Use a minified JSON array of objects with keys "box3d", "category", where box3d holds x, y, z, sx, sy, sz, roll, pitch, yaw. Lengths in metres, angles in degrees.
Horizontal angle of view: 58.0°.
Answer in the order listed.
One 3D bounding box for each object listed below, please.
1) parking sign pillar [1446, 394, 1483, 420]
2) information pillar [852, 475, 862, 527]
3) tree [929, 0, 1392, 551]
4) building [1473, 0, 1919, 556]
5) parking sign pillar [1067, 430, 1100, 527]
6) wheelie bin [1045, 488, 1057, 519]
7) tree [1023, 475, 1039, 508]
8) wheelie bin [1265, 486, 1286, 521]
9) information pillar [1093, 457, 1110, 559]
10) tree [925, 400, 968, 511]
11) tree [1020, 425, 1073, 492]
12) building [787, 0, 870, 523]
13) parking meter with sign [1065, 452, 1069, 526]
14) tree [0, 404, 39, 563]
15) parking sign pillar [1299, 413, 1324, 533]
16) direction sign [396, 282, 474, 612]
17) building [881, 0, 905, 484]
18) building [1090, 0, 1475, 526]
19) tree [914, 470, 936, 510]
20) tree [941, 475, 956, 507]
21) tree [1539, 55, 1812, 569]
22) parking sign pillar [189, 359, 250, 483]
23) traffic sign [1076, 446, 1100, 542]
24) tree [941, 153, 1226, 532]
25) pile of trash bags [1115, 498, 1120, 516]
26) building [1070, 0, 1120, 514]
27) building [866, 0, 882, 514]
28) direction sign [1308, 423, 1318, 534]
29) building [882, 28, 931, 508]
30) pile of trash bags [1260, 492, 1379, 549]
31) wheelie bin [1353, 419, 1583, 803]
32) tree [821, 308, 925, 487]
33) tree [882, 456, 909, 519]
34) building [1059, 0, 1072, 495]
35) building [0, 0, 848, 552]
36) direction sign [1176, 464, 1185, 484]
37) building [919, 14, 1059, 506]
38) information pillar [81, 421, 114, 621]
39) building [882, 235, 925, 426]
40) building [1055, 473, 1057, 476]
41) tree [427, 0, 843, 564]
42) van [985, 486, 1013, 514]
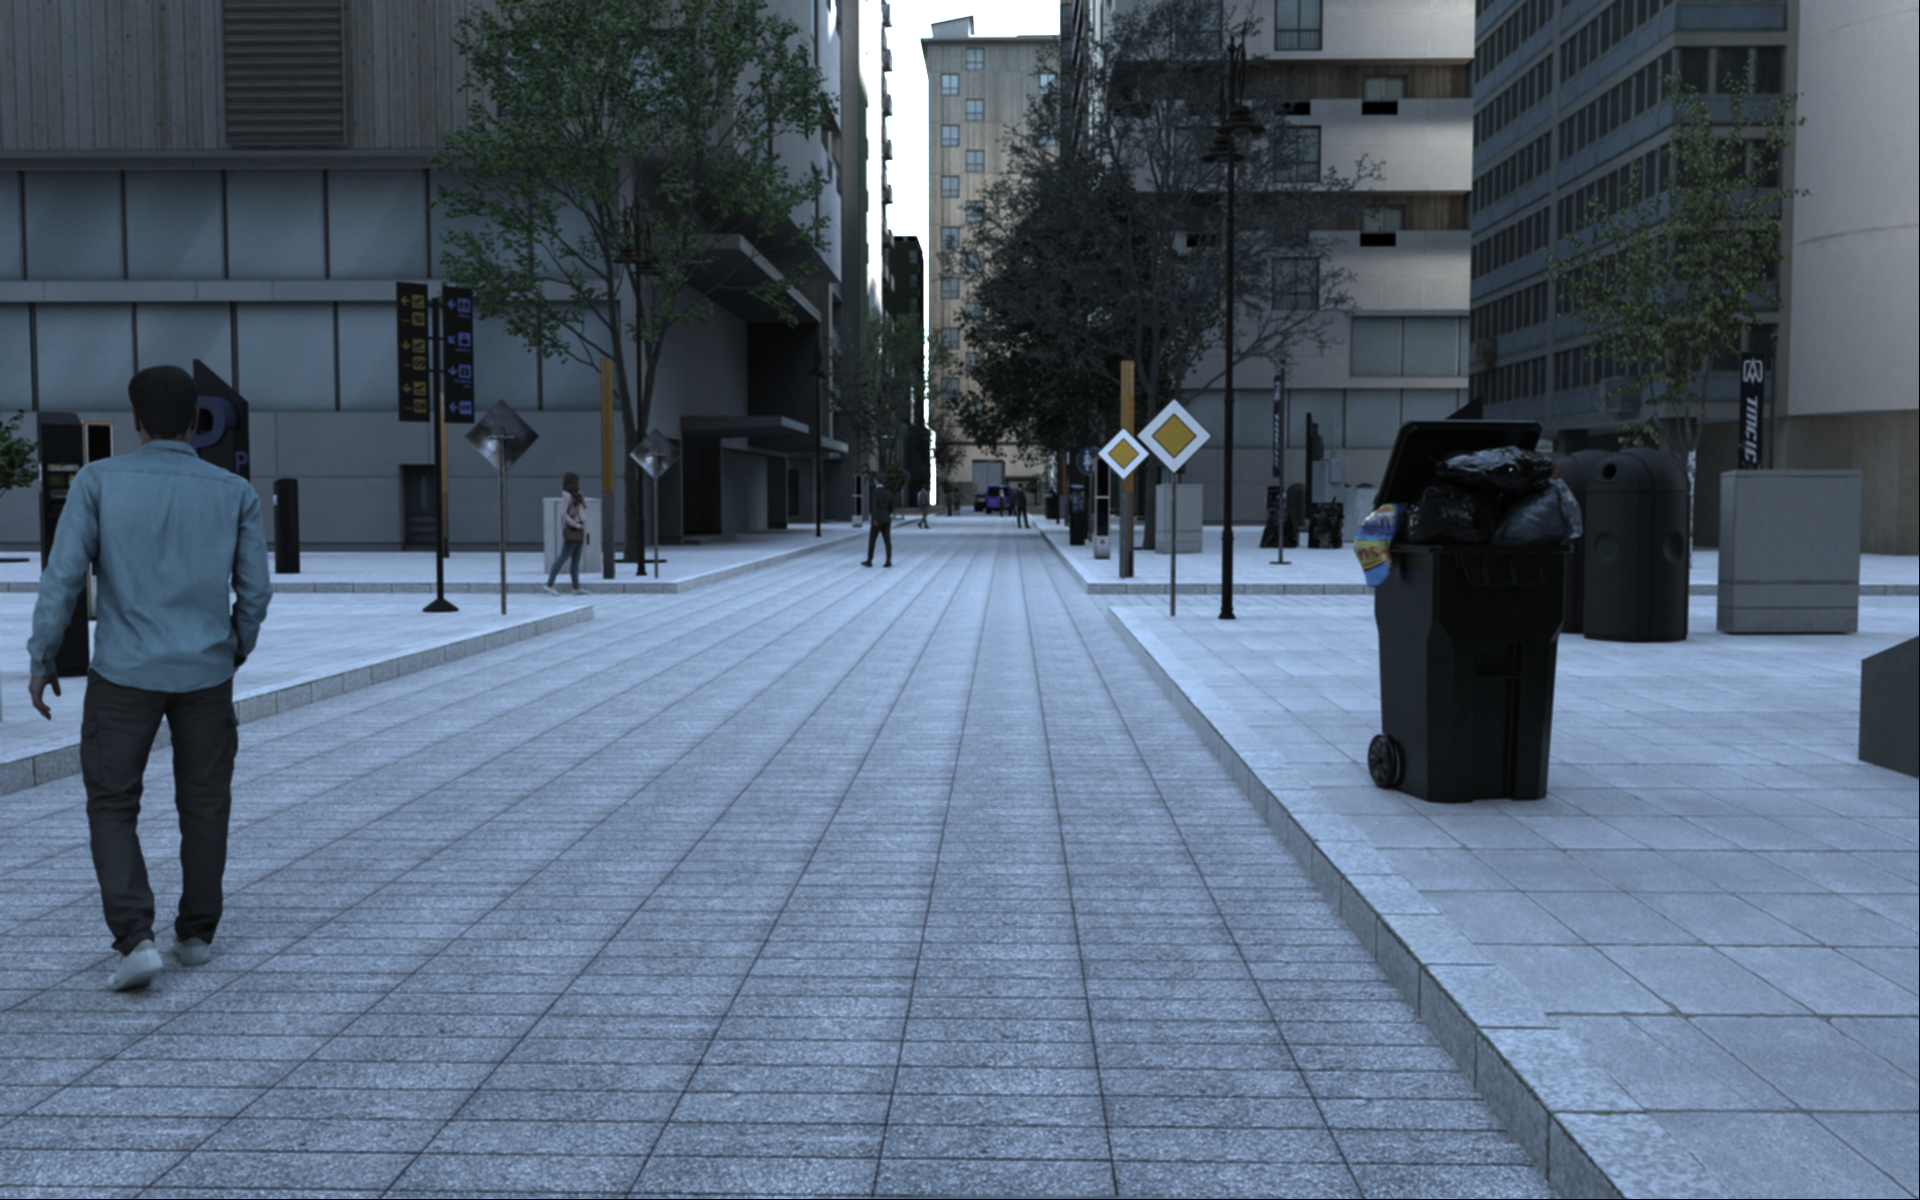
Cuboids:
[{"box3d":[13.490,-3.583,47.062,1.447,3.967,1.447,1,4,13],"category":"parking sign pillar"},{"box3d":[-3.951,-3.797,66.568,0.304,2.012,0.304,-2,4,-26],"category":"information pillar"},{"box3d":[4.520,-7.900,39.540,12.009,13.543,11.850,0,3,0],"category":"tree"},{"box3d":[27.228,-21.484,43.142,23.993,40.220,32.217,0,4,2],"category":"building"},{"box3d":[4.882,-4.809,67.094,1.447,3.967,1.447,2,4,34],"category":"parking sign pillar"},{"box3d":[4.670,-4.939,88.655,0.693,1.594,0.980,0,4,-2],"category":"wheelie bin"},{"box3d":[6.998,-10.391,164.495,1.663,3.219,1.824,0,3,0],"category":"tree"},{"box3d":[12.474,-3.694,68.311,0.980,1.594,0.693,1,4,20],"category":"wheelie bin"},{"box3d":[2.806,-1.820,34.244,0.304,2.012,0.304,0,4,-1],"category":"information pillar"},{"box3d":[-2.170,-10.861,127.935,4.360,8.622,3.978,0,3,0],"category":"tree"},{"box3d":[5.617,-9.400,104.048,4.360,8.622,3.978,0,3,0],"category":"tree"},{"box3d":[-11.695,-24.124,78.025,14.154,41.232,14.086,0,4,2],"category":"building"},{"box3d":[4.489,-4.519,70.147,0.543,3.016,1.738,0,4,6],"category":"parking meter with sign"},{"box3d":[-18.177,-2.327,32.649,1.663,3.219,1.824,0,3,0],"category":"tree"},{"box3d":[11.903,-4.261,58.139,1.447,3.967,1.447,1,4,19],"category":"parking sign pillar"},{"box3d":[-5.690,-1.644,18.869,0.876,3.537,0.379,-3,5,-44],"category":"direction sign"},{"box3d":[-16.620,-31.286,131.127,23.786,49.044,30.456,0,4,2],"category":"building"},{"box3d":[20.131,-30.129,81.852,28.713,52.752,27.495,0,4,2],"category":"building"},{"box3d":[-2.877,-8.887,139.906,1.663,3.219,1.824,0,3,0],"category":"tree"},{"box3d":[-1.351,-11.223,178.094,1.663,3.219,1.824,0,3,0],"category":"tree"},{"box3d":[12.438,-4.854,29.719,4.737,8.622,4.395,0,3,0],"category":"tree"},{"box3d":[-14.723,-2.804,34.324,1.447,3.967,1.447,2,4,24],"category":"parking sign pillar"},{"box3d":[3.497,-2.829,46.367,0.768,2.556,0.104,0,4,8],"category":"traffic sign"},{"box3d":[4.119,-8.623,57.989,9.611,12.733,9.660,0,3,0],"category":"tree"},{"box3d":[10.649,-5.459,99.010,3.447,1.369,1.912,0,4,-6],"category":"pile of trash bags"},{"box3d":[18.633,-30.255,118.379,21.300,48.544,21.600,0,4,2],"category":"building"},{"box3d":[-12.327,-28.034,108.472,14.600,45.320,14.200,0,4,2],"category":"building"},{"box3d":[11.371,-3.886,55.526,0.379,3.537,0.876,1,4,21],"category":"direction sign"},{"box3d":[-18.789,-52.020,163.191,31.000,86.520,22.319,0,4,2],"category":"building"},{"box3d":[8.804,-1.927,41.265,3.447,1.369,1.912,2,4,32],"category":"pile of trash bags"},{"box3d":[2.203,0.030,7.412,0.980,1.594,0.693,-1,4,-12],"category":"wheelie bin"},{"box3d":[-3.912,-7.281,69.409,4.360,8.622,3.978,0,3,0],"category":"tree"},{"box3d":[-3.459,-5.699,87.782,1.663,3.219,1.824,0,3,0],"category":"tree"},{"box3d":[14.749,-27.724,136.887,14.154,41.232,14.086,0,4,2],"category":"building"},{"box3d":[-17.840,-28.126,49.099,28.713,52.752,27.495,0,4,2],"category":"building"},{"box3d":[8.418,-4.543,66.269,0.379,3.537,0.876,-1,4,-17],"category":"direction sign"},{"box3d":[9.818,-37.346,199.838,27.495,52.752,28.713,0,4,2],"category":"building"},{"box3d":[-8.830,-0.806,17.665,0.304,2.012,0.304,3,4,36],"category":"information pillar"},{"box3d":[-11.153,-25.879,194.815,14.107,30.474,14.160,0,4,2],"category":"building"},{"box3d":[20.969,-32.995,159.075,23.786,49.044,30.456,0,4,2],"category":"building"},{"box3d":[-6.042,-6.513,32.243,9.928,11.665,9.643,0,3,0],"category":"tree"},{"box3d":[2.893,-7.481,126.692,2.240,2.365,5.245,0,4,3],"category":"van"}]
